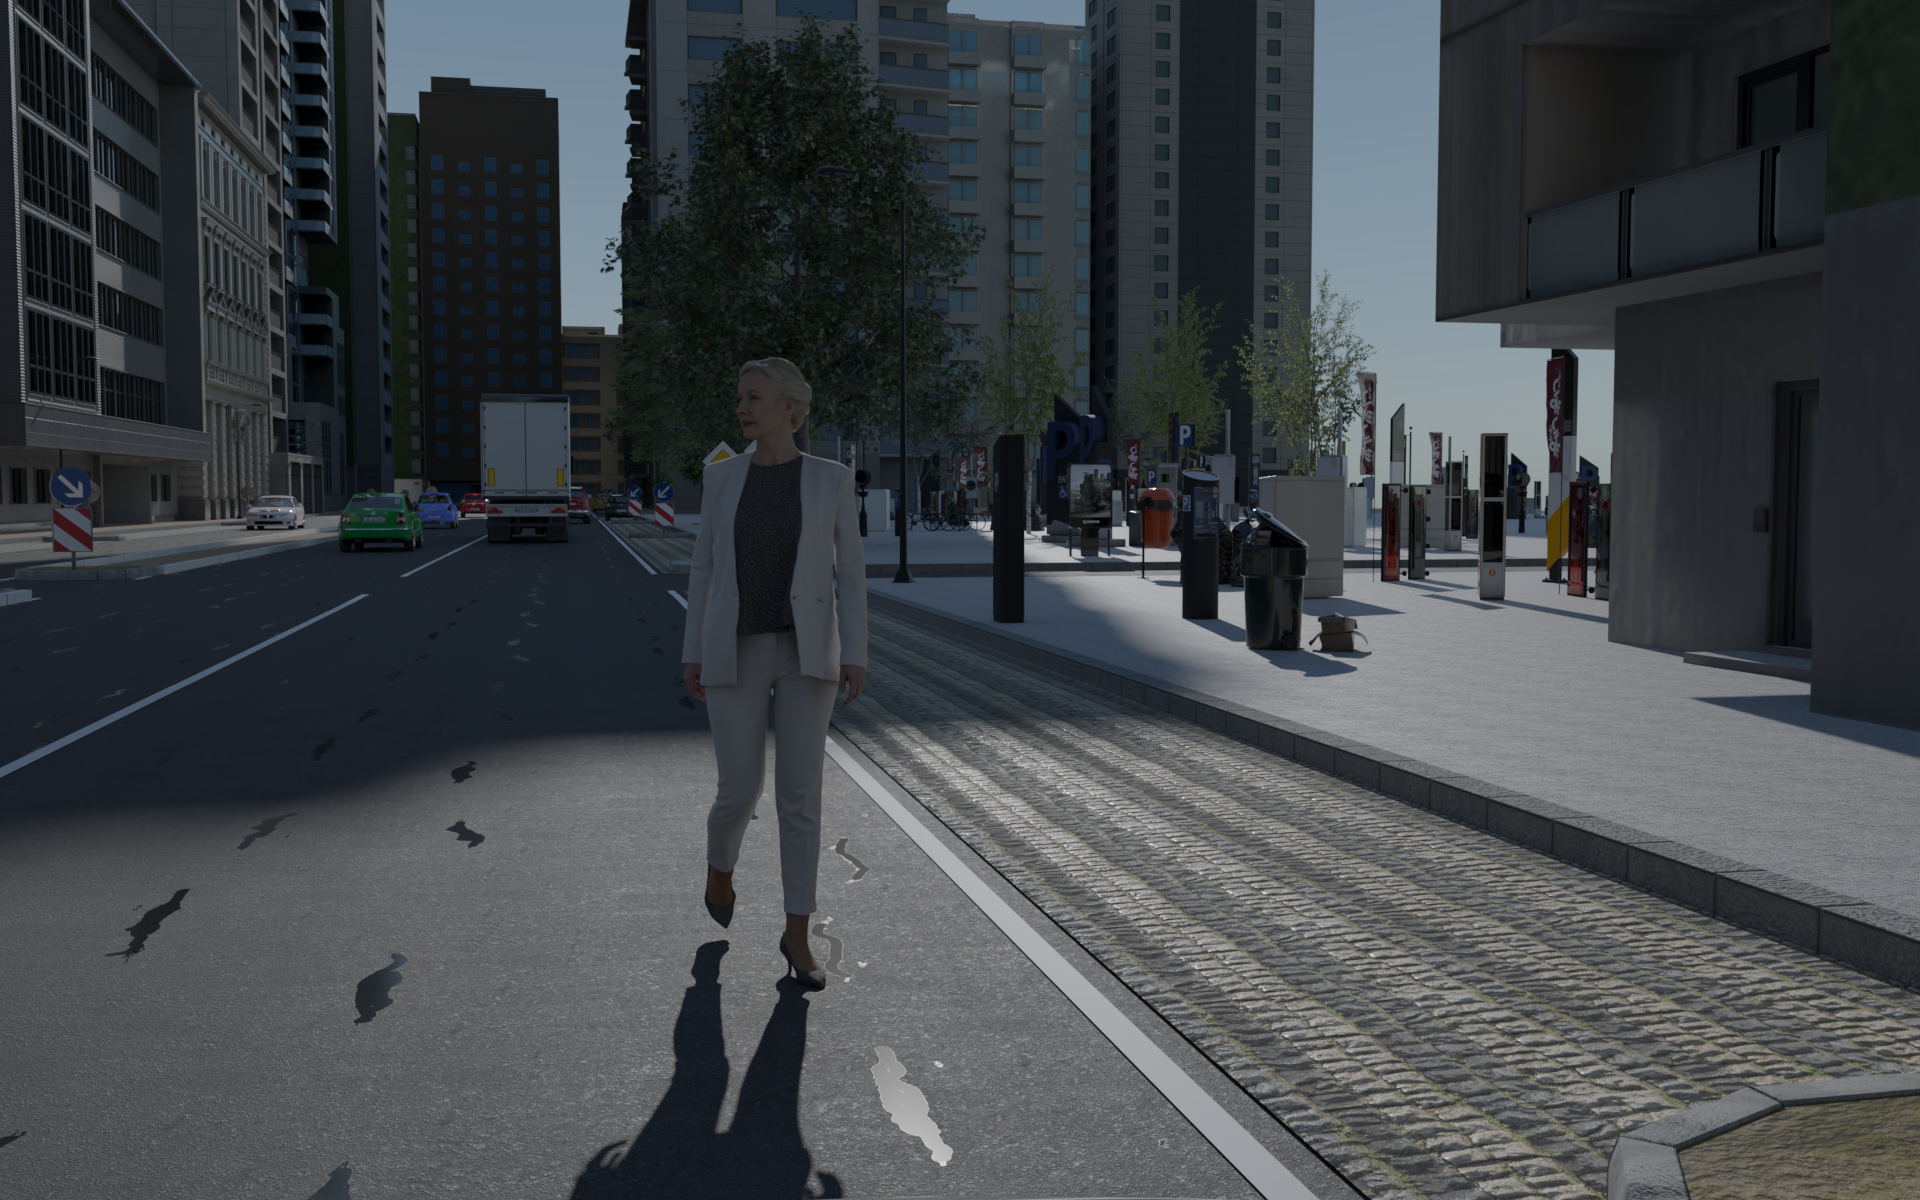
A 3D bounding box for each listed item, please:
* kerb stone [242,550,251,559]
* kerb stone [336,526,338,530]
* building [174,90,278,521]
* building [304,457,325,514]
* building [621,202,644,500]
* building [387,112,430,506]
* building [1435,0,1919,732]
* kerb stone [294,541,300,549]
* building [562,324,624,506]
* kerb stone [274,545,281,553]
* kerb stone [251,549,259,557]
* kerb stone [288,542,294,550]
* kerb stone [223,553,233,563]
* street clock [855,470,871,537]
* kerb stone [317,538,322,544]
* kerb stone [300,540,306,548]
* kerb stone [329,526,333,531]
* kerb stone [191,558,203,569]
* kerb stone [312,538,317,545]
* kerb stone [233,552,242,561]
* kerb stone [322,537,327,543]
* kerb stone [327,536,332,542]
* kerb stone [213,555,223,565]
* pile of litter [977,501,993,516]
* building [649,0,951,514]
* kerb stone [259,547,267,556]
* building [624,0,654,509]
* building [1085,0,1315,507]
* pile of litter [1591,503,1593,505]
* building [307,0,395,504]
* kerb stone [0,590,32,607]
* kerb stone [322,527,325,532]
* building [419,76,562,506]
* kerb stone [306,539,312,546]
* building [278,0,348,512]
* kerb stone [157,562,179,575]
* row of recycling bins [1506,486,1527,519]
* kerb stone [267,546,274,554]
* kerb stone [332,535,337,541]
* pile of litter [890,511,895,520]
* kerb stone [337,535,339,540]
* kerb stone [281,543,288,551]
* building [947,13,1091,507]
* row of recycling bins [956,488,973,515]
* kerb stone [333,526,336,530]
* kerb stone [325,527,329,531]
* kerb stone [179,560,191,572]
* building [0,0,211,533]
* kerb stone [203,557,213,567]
[{"bbox_3d":[-15.904,-0.983,38.313,0.120,0.150,1.000,-1,4,-13],"label":"kerb stone"},{"bbox_3d":[-24.897,-2.857,68.911,0.120,0.150,1.000,-1,4,-13],"label":"kerb stone"},{"bbox_3d":[-42.856,-15.987,90.272,11.050,23.489,19.941,-1,4,-13],"label":"building"},{"bbox_3d":[-51.819,-40.964,108.011,20.563,71.187,20.611,-1,4,-13],"label":"building"},{"bbox_3d":[-26.944,-24.645,174.642,14.160,30.474,14.107,-1,4,-13],"label":"building"},{"bbox_3d":[-65.243,-30.843,187.872,14.086,41.232,14.154,-1,4,-13],"label":"building"},{"bbox_3d":[11.470,-20.092,12.093,14.154,41.232,14.086,-1,4,-13],"label":"building"},{"bbox_3d":[-17.479,-1.415,45.328,0.120,0.150,1.000,-1,4,-13],"label":"kerb stone"},{"bbox_3d":[-31.759,-21.913,203.313,28.899,21.520,27.650,-1,4,-13],"label":"building"},{"bbox_3d":[-16.805,-1.229,42.325,0.120,0.150,1.000,-1,4,-13],"label":"kerb stone"},{"bbox_3d":[-16.122,-1.047,39.311,0.120,0.150,1.000,-1,4,-13],"label":"kerb stone"},{"bbox_3d":[-17.253,-1.353,44.320,0.120,0.150,1.000,-1,4,-13],"label":"kerb stone"},{"bbox_3d":[-15.451,-0.862,36.300,0.120,0.150,1.000,-1,4,-13],"label":"kerb stone"},{"bbox_3d":[-2.893,-2.884,51.725,0.471,2.002,0.358,3,5,40],"label":"street clock"},{"bbox_3d":[-18.371,-1.660,49.342,0.120,0.150,1.000,-1,4,-13],"label":"kerb stone"},{"bbox_3d":[-17.699,-1.476,46.326,0.120,0.150,1.000,-1,4,-13],"label":"kerb stone"},{"bbox_3d":[-24.457,-2.731,66.914,0.120,0.150,1.000,-1,4,-13],"label":"kerb stone"},{"bbox_3d":[-14.786,-0.680,33.306,0.120,0.150,1.000,-1,4,-13],"label":"kerb stone"},{"bbox_3d":[-18.149,-1.599,48.341,0.120,0.150,1.000,-1,4,-13],"label":"kerb stone"},{"bbox_3d":[-15.688,-0.924,37.304,0.120,0.150,1.000,-1,4,-13],"label":"kerb stone"},{"bbox_3d":[-18.597,-1.722,50.348,0.120,0.150,1.000,-1,4,-13],"label":"kerb stone"},{"bbox_3d":[-18.826,-1.776,51.356,0.120,0.150,1.000,-1,4,-13],"label":"kerb stone"},{"bbox_3d":[-15.237,-0.799,35.300,0.120,0.150,1.000,-1,4,-13],"label":"kerb stone"},{"bbox_3d":[1.690,-5.380,101.921,1.719,0.858,1.176,-2,4,-30],"label":"pile of litter"},{"bbox_3d":[-11.756,-35.662,125.080,21.231,58.520,28.212,-1,4,-13],"label":"building"},{"bbox_3d":[-16.351,-1.108,40.308,0.120,0.150,1.000,-1,4,-13],"label":"kerb stone"},{"bbox_3d":[-18.149,-30.507,153.416,22.147,44.769,28.867,-1,4,-13],"label":"building"},{"bbox_3d":[23.428,-45.506,182.278,20.611,71.187,20.563,-1,4,-13],"label":"building"},{"bbox_3d":[41.993,-6.140,114.357,1.176,0.858,1.719,-3,5,-42],"label":"pile of litter"},{"bbox_3d":[-68.434,-37.899,161.650,28.212,58.520,21.231,-1,4,-13],"label":"building"},{"bbox_3d":[-12.423,-0.033,22.772,0.120,0.150,1.000,-1,4,-13],"label":"kerb stone"},{"bbox_3d":[-24.018,-2.610,64.910,0.120,0.150,1.000,-1,4,-13],"label":"kerb stone"},{"bbox_3d":[-51.119,-33.047,190.432,14.200,45.320,14.600,-1,4,-13],"label":"building"},{"bbox_3d":[-17.925,-1.538,47.335,0.120,0.150,1.000,-1,4,-13],"label":"kerb stone"},{"bbox_3d":[-59.307,-50.128,132.265,22.319,86.520,31.000,-1,4,-13],"label":"building"},{"bbox_3d":[-14.329,-0.557,31.297,0.120,0.150,1.000,-1,4,-13],"label":"kerb stone"},{"bbox_3d":[28.284,-5.056,89.777,1.069,1.692,3.534,-1,4,-9],"label":"row of recycling bins"},{"bbox_3d":[-16.578,-1.170,41.322,0.120,0.150,1.000,-1,4,-13],"label":"kerb stone"},{"bbox_3d":[-19.051,-1.845,52.353,0.120,0.150,1.000,-1,4,-13],"label":"kerb stone"},{"bbox_3d":[-3.827,-4.324,84.666,1.719,0.858,1.176,0,4,4],"label":"pile of litter"},{"bbox_3d":[-19.267,-1.905,53.355,0.120,0.150,1.000,-1,4,-13],"label":"kerb stone"},{"bbox_3d":[-17.020,-1.292,43.325,0.120,0.150,1.000,-1,4,-13],"label":"kerb stone"},{"bbox_3d":[-1.921,-34.009,175.655,30.456,49.044,23.786,-1,4,-13],"label":"building"},{"bbox_3d":[0.260,-6.072,106.389,1.069,1.692,3.534,0,4,4],"label":"row of recycling bins"},{"bbox_3d":[-24.688,-2.796,67.910,0.120,0.150,1.000,-1,4,-13],"label":"kerb stone"},{"bbox_3d":[-24.237,-2.674,65.913,0.120,0.150,1.000,-1,4,-13],"label":"kerb stone"},{"bbox_3d":[-14.559,-0.618,32.306,0.120,0.150,1.000,-1,4,-13],"label":"kerb stone"},{"bbox_3d":[-38.984,-15.055,65.215,14.314,24.678,30.058,-1,4,-13],"label":"building"},{"bbox_3d":[-15.011,-0.736,34.303,0.120,0.150,1.000,-1,4,-13],"label":"kerb stone"}]
